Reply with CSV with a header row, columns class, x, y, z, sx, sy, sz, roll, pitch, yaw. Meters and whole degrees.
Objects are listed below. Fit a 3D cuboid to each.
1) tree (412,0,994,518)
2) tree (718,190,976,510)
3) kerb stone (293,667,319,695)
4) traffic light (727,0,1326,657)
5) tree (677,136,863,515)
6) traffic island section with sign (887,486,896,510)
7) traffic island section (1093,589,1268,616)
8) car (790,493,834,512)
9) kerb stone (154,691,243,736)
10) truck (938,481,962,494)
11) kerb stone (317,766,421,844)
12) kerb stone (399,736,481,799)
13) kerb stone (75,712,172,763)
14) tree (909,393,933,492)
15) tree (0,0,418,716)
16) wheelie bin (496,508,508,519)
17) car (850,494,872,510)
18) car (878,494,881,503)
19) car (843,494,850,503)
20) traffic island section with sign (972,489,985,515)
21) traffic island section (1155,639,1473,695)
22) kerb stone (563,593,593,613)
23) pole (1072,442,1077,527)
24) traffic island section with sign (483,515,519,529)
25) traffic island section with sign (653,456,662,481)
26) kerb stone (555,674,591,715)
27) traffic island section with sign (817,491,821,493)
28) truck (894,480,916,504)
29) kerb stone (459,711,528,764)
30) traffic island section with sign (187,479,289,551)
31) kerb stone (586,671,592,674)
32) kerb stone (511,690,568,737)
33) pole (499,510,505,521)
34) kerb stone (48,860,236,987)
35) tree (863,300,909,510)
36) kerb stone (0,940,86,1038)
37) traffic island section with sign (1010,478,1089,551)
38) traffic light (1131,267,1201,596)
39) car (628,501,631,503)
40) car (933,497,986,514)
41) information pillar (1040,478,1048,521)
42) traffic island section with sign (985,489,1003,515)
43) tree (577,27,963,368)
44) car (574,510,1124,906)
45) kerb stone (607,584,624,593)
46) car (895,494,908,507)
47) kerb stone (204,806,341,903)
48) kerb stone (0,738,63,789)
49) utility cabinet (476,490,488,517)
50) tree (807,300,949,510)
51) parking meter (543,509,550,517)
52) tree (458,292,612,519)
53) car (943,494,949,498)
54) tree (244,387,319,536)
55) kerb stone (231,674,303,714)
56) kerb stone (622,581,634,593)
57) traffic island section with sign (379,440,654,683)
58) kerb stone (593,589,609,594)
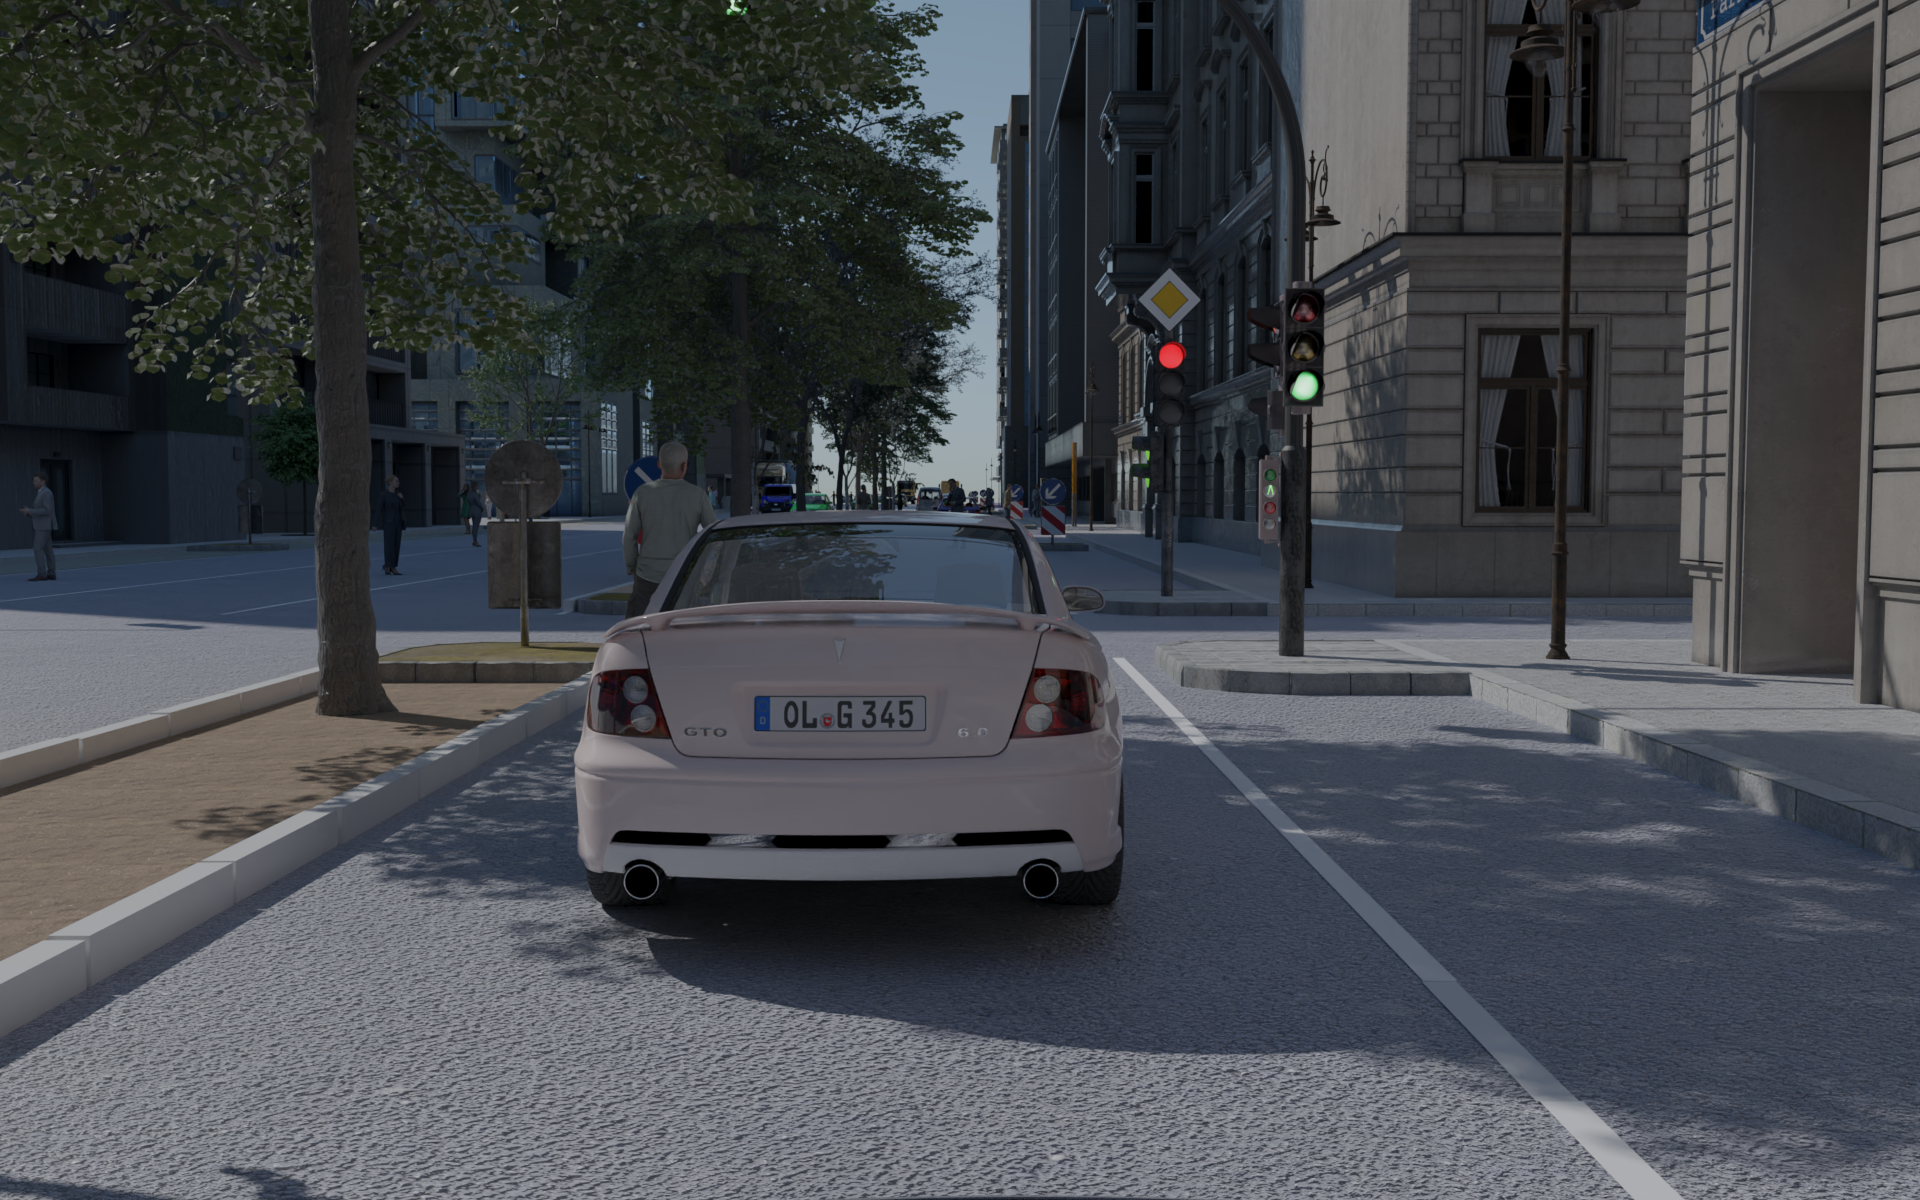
class,x,y,z,sx,sy,sz,roll,pitch,yaw
tree,-3.369,-6.502,26.892,7.486,12.596,7.792,0,3,0
tree,-3.767,-7.074,52.533,8.767,10.594,7.601,0,4,0
kerb stone,-4.709,0.580,12.713,0.120,0.150,1.000,0,4,0
traffic light,0.515,-2.376,13.521,4.771,5.953,1.251,0,4,0
tree,-4.093,-4.992,34.435,4.360,8.622,3.978,0,3,0
traffic island section with sign,-3.942,-5.407,96.547,2.006,1.907,1.989,0,4,0
traffic island section,2.622,0.031,21.768,2.009,0.180,2.903,0,4,0
car,-6.817,-4.365,80.170,1.959,1.807,4.718,0,4,0
kerb stone,-4.697,0.705,10.668,0.120,0.150,1.000,0,4,0
truck,-1.391,-15.356,246.995,3.469,3.379,9.791,0,3,0
kerb stone,-2.587,0.894,7.584,0.120,0.150,1.000,0,4,0
kerb stone,-2.594,0.832,8.617,0.120,0.150,1.000,0,4,0
kerb stone,-4.694,0.776,9.647,0.120,0.150,1.000,0,4,0
tree,-3.360,-8.244,87.604,4.360,8.622,3.978,0,3,0
tree,-3.871,-5.500,10.502,7.486,12.596,7.792,0,3,0
wheelie bin,-23.403,-4.936,88.613,0.693,1.594,0.980,3,5,44
car,-7.319,-7.524,131.819,1.959,1.807,4.718,0,4,0
car,-11.535,-14.324,242.987,1.959,1.807,4.718,0,4,-1
car,-16.010,-14.142,243.219,2.014,1.417,4.499,0,4,1
traffic island section with sign,1.968,-6.907,121.558,1.989,1.847,2.006,0,4,0
traffic island section,2.647,0.520,13.783,2.009,0.180,2.903,0,4,0
kerb stone,-4.741,0.046,21.441,0.120,0.150,1.000,0,4,0
pole,4.510,-4.553,68.291,0.158,3.312,0.155,0,3,0
traffic island section with sign,-18.278,-3.810,70.925,1.989,1.847,2.006,0,4,0
traffic island section with sign,-3.693,-0.812,21.409,2.006,1.907,1.989,0,4,0
kerb stone,-2.603,0.645,11.694,0.120,0.150,1.000,0,4,0
traffic island section with sign,-18.795,-13.610,231.145,1.989,1.847,2.006,0,4,0
truck,-7.595,-15.231,244.949,3.469,3.379,9.791,0,3,0
kerb stone,-2.605,0.767,9.649,0.120,0.150,1.000,0,4,0
traffic island section with sign,-18.192,-2.157,43.892,1.989,1.847,2.006,0,4,0
kerb stone,-2.616,0.582,12.716,0.120,0.150,1.000,0,4,0
kerb stone,-2.602,0.705,10.672,0.120,0.150,1.000,0,4,0
pole,-19.817,-4.955,74.862,0.158,3.312,0.155,0,3,0
kerb stone,-2.589,1.019,5.533,0.120,0.150,1.000,0,4,0
tree,-3.887,-6.529,59.564,4.360,8.622,3.978,0,3,0
kerb stone,-2.586,1.089,4.509,0.120,0.150,1.000,0,4,0
traffic island section with sign,2.223,-2.179,44.259,1.989,1.847,2.006,0,4,0
traffic light,2.582,-2.002,21.654,0.839,4.253,0.868,0,4,0
car,-14.998,-4.609,84.403,2.155,1.783,4.494,0,4,-1
car,-0.033,-3.093,63.147,1.945,1.354,3.894,0,4,1
information pillar,3.899,-4.644,80.427,0.304,2.012,0.304,0,4,-2
traffic island section with sign,2.138,-3.828,71.214,1.989,1.847,2.006,0,4,0
tree,-3.952,-7.934,42.556,12.009,13.543,11.850,0,3,0
car,-0.372,0.303,7.415,2.083,1.381,4.827,0,4,0
kerb stone,-4.747,-0.077,23.485,0.120,0.150,1.000,0,4,0
car,-6.887,-11.403,196.666,2.015,1.641,3.980,0,4,1
kerb stone,-2.594,0.956,6.559,0.120,0.150,1.000,0,4,0
kerb stone,-4.694,0.831,8.616,0.120,0.150,1.000,0,4,0
utility cabinet,-26.297,-5.293,95.215,0.318,1.500,1.173,1,4,13
tree,-4.016,-9.301,80.280,9.928,11.665,9.643,0,3,0
parking meter,-22.787,-5.323,95.438,0.372,1.533,0.369,0,3,0
tree,-21.486,-9.928,88.084,9.928,11.665,9.643,0,3,0
car,-0.611,-7.146,125.628,1.959,1.807,4.718,0,4,-1
tree,-20.354,-4.265,53.452,4.285,4.588,4.351,0,3,0
kerb stone,-4.701,0.643,11.691,0.120,0.150,1.000,0,4,0
kerb stone,-4.749,-0.142,24.512,0.120,0.150,1.000,0,4,0
traffic island section with sign,-3.679,-0.359,14.002,2.006,1.907,1.989,0,4,0
kerb stone,-4.741,-0.012,22.464,0.120,0.150,1.000,0,4,0
